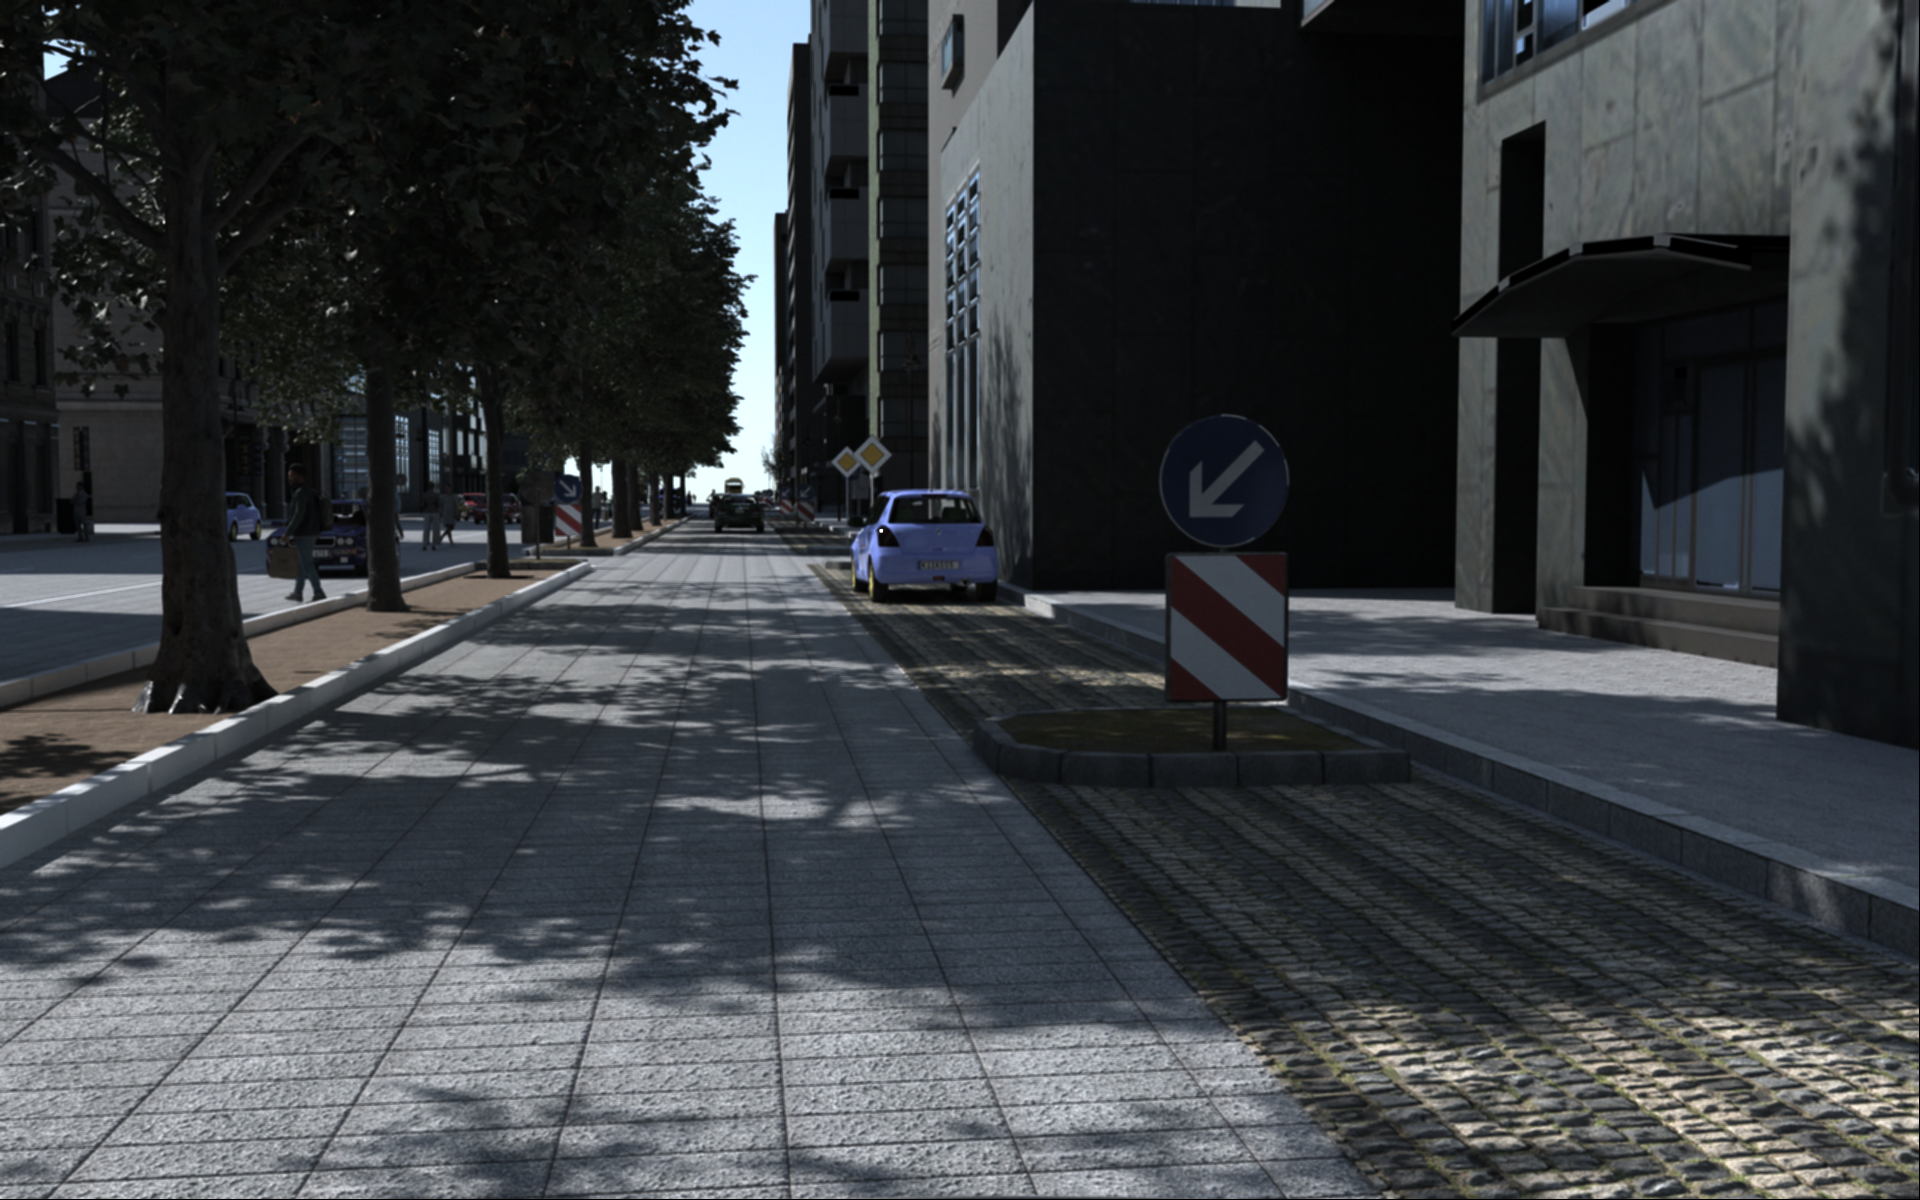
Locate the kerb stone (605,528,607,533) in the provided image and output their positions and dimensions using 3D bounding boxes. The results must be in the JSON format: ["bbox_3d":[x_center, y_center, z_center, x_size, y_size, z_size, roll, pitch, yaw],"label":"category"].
[{"bbox_3d":[-13.008,-2.493,62.964,0.120,0.150,1.000,0,4,-7],"label":"kerb stone"}]

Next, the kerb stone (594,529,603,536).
[{"bbox_3d":[-12.755,-2.368,60.930,0.120,0.150,1.000,0,4,-7],"label":"kerb stone"}]

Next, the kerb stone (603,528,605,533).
[{"bbox_3d":[-12.877,-2.431,61.949,0.120,0.150,1.000,0,4,-7],"label":"kerb stone"}]

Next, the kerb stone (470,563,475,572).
[{"bbox_3d":[-9.056,-0.595,31.920,0.120,0.150,1.000,0,4,-7],"label":"kerb stone"}]

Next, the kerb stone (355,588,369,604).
[{"bbox_3d":[-7.901,-0.035,22.764,0.120,0.150,1.000,0,4,-7],"label":"kerb stone"}]

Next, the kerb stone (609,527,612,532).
[{"bbox_3d":[-13.271,-2.618,64.991,0.120,0.150,1.000,0,4,-7],"label":"kerb stone"}]

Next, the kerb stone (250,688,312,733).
[{"bbox_3d":[-4.259,0.695,10.835,0.120,0.150,1.000,0,4,-7],"label":"kerb stone"}]

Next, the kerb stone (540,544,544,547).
[{"bbox_3d":[-10.421,-1.249,42.618,0.120,0.150,1.000,0,4,-7],"label":"kerb stone"}]

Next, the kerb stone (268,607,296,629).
[{"bbox_3d":[-7.380,0.215,18.688,0.120,0.150,1.000,0,4,-7],"label":"kerb stone"}]

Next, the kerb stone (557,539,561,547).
[{"bbox_3d":[-10.937,-1.495,46.674,0.120,0.150,1.000,0,4,-7],"label":"kerb stone"}]

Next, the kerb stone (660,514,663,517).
[{"bbox_3d":[-19.483,-5.603,113.804,0.120,0.150,1.000,0,4,-7],"label":"kerb stone"}]

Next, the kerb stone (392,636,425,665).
[{"bbox_3d":[-4.782,0.446,14.904,0.120,0.150,1.000,0,4,-7],"label":"kerb stone"}]

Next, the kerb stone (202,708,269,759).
[{"bbox_3d":[-4.130,0.761,9.821,0.120,0.150,1.000,0,4,-7],"label":"kerb stone"}]

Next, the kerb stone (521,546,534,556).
[{"bbox_3d":[-10.158,-1.125,40.591,0.120,0.150,1.000,0,4,-7],"label":"kerb stone"}]

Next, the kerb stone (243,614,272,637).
[{"bbox_3d":[-7.243,0.276,17.675,0.120,0.150,1.000,0,4,-7],"label":"kerb stone"}]

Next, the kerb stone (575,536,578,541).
[{"bbox_3d":[-11.590,-1.809,51.770,0.120,0.150,1.000,0,4,-7],"label":"kerb stone"}]

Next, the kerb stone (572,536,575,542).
[{"bbox_3d":[-11.460,-1.746,50.746,0.120,0.150,1.000,0,4,-7],"label":"kerb stone"}]

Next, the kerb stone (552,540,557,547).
[{"bbox_3d":[-10.808,-1.435,45.660,0.120,0.150,1.000,0,4,-7],"label":"kerb stone"}]

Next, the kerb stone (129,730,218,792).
[{"bbox_3d":[-3.999,0.819,8.799,0.120,0.150,1.000,0,4,-7],"label":"kerb stone"}]

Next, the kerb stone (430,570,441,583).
[{"bbox_3d":[-8.542,-0.346,27.852,0.120,0.150,1.000,0,4,-7],"label":"kerb stone"}]

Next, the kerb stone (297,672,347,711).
[{"bbox_3d":[-4.393,0.638,11.854,0.120,0.150,1.000,0,4,-7],"label":"kerb stone"}]

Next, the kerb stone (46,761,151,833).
[{"bbox_3d":[-3.879,0.886,7.779,0.120,0.150,1.000,0,4,-7],"label":"kerb stone"}]

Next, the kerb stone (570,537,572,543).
[{"bbox_3d":[-11.330,-1.684,49.724,0.120,0.150,1.000,0,4,-7],"label":"kerb stone"}]

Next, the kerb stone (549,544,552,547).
[{"bbox_3d":[-10.688,-1.373,44.645,0.120,0.150,1.000,0,4,-7],"label":"kerb stone"}]

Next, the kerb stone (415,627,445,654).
[{"bbox_3d":[-4.907,0.384,15.918,0.120,0.150,1.000,0,4,-7],"label":"kerb stone"}]

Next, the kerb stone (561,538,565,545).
[{"bbox_3d":[-11.067,-1.559,47.687,0.120,0.150,1.000,0,4,-7],"label":"kerb stone"}]

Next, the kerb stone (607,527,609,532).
[{"bbox_3d":[-13.141,-2.555,63.978,0.120,0.150,1.000,0,4,-7],"label":"kerb stone"}]

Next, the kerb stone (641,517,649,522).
[{"bbox_3d":[-16.626,-4.234,91.417,0.120,0.150,1.000,0,4,-7],"label":"kerb stone"}]

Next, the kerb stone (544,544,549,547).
[{"bbox_3d":[-10.546,-1.311,43.633,0.120,0.150,1.000,0,4,-7],"label":"kerb stone"}]

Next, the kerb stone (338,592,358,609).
[{"bbox_3d":[-7.768,0.037,21.740,0.120,0.150,1.000,0,4,-7],"label":"kerb stone"}]

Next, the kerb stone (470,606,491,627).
[{"bbox_3d":[-5.292,0.198,18.965,0.120,0.150,1.000,0,4,-7],"label":"kerb stone"}]

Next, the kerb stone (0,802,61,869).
[{"bbox_3d":[-3.744,0.944,6.766,0.120,0.150,1.000,0,4,-7],"label":"kerb stone"}]

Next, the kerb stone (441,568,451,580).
[{"bbox_3d":[-8.676,-0.400,28.872,0.120,0.150,1.000,0,4,-7],"label":"kerb stone"}]

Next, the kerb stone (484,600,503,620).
[{"bbox_3d":[-5.429,0.140,19.987,0.120,0.150,1.000,0,4,-7],"label":"kerb stone"}]

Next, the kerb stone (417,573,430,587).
[{"bbox_3d":[-8.412,-0.284,26.838,0.120,0.150,1.000,0,4,-7],"label":"kerb stone"}]

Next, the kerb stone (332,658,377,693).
[{"bbox_3d":[-4.520,0.570,12.871,0.120,0.150,1.000,0,4,-7],"label":"kerb stone"}]

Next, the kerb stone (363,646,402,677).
[{"bbox_3d":[-4.657,0.508,13.884,0.120,0.150,1.000,0,4,-7],"label":"kerb stone"}]

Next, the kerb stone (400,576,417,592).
[{"bbox_3d":[-8.290,-0.222,25.823,0.120,0.150,1.000,0,4,-7],"label":"kerb stone"}]

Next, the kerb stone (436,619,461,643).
[{"bbox_3d":[-5.042,0.324,16.932,0.120,0.150,1.000,0,4,-7],"label":"kerb stone"}]

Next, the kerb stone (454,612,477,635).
[{"bbox_3d":[-5.170,0.260,17.946,0.120,0.150,1.000,0,4,-7],"label":"kerb stone"}]

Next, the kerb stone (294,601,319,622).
[{"bbox_3d":[-7.504,0.152,19.712,0.120,0.150,1.000,0,4,-7],"label":"kerb stone"}]

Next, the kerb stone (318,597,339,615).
[{"bbox_3d":[-7.639,0.090,20.725,0.120,0.150,1.000,0,4,-7],"label":"kerb stone"}]

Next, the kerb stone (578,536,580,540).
[{"bbox_3d":[-11.717,-1.871,52.784,0.120,0.150,1.000,0,4,-7],"label":"kerb stone"}]

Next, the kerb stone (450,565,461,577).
[{"bbox_3d":[-8.799,-0.470,29.886,0.120,0.150,1.000,0,4,-7],"label":"kerb stone"}]

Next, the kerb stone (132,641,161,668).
[{"bbox_3d":[-6.857,0.465,14.620,0.120,0.150,1.000,0,4,-7],"label":"kerb stone"}]

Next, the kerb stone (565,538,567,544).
[{"bbox_3d":[-11.195,-1.621,48.701,0.120,0.150,1.000,0,4,-7],"label":"kerb stone"}]

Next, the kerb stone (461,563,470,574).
[{"bbox_3d":[-8.931,-0.533,30.904,0.120,0.150,1.000,0,4,-7],"label":"kerb stone"}]
